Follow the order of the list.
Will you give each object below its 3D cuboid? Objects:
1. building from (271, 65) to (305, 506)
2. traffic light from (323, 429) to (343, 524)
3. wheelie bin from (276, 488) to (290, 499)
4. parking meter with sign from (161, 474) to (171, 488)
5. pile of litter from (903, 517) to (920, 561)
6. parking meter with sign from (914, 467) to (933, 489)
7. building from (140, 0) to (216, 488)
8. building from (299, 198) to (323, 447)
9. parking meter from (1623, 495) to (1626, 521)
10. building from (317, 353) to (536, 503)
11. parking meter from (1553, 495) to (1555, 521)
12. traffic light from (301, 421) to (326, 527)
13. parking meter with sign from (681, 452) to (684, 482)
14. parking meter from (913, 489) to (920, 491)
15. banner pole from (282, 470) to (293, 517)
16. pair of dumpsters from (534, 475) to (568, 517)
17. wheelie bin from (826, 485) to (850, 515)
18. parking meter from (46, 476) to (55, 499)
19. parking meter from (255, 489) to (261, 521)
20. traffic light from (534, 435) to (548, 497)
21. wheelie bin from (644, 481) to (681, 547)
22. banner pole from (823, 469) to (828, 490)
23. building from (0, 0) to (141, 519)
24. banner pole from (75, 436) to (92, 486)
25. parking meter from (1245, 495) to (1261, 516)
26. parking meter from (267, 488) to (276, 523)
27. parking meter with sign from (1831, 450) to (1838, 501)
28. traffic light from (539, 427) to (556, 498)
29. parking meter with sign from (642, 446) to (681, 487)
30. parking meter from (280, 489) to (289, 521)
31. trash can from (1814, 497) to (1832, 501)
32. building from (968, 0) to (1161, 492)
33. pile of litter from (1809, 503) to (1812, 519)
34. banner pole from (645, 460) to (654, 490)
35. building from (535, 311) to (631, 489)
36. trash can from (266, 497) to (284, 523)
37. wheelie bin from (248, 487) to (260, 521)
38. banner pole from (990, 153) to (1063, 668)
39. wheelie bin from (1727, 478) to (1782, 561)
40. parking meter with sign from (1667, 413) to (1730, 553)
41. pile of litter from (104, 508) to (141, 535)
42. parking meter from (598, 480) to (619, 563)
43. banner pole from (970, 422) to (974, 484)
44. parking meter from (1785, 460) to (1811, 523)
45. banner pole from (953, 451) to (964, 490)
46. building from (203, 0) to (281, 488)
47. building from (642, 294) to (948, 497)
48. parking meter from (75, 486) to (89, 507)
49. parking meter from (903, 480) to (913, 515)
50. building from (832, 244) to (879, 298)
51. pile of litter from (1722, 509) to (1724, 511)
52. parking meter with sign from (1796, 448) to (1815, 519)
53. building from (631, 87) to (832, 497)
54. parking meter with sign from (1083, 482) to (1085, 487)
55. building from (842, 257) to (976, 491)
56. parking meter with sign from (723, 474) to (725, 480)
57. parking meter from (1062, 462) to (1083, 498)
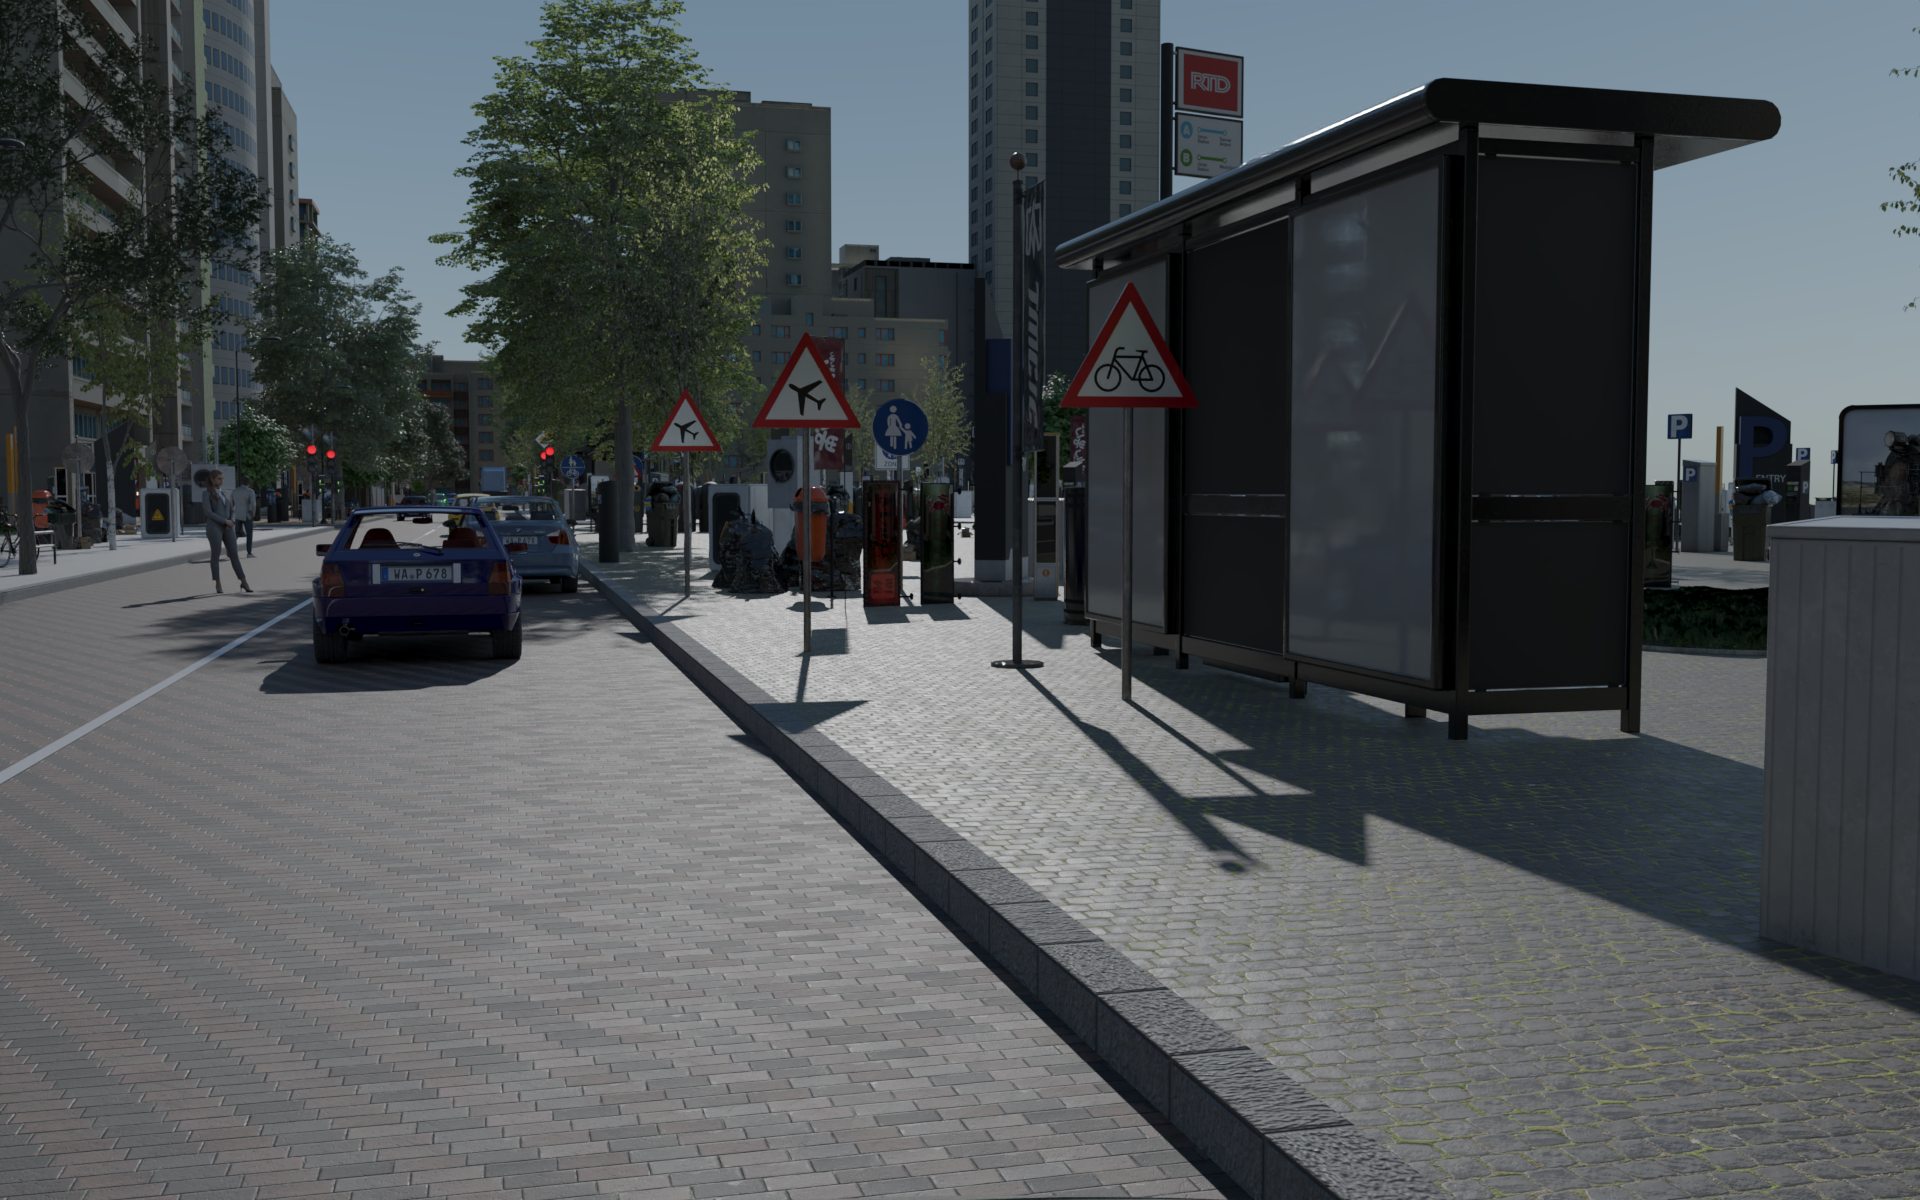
[{"bbox_3d":[-84.349,-34.588,189.221,21.600,48.544,21.300,-1,4,-15],"label":"building"},{"bbox_3d":[-26.994,-5.235,74.509,0.839,4.253,0.868,-1,4,-15],"label":"traffic light"},{"bbox_3d":[-36.306,-5.182,92.640,0.980,1.594,0.693,2,4,29],"label":"wheelie bin"},{"bbox_3d":[-37.500,-5.242,81.968,0.543,3.016,1.738,-1,4,-20],"label":"parking meter with sign"},{"bbox_3d":[-1.059,-1.223,33.955,1.176,0.858,1.719,-1,4,-10],"label":"pile of litter"},{"bbox_3d":[-2.080,-6.928,109.527,1.738,3.016,0.543,3,5,44],"label":"parking meter with sign"},{"bbox_3d":[-61.119,-26.772,121.319,14.154,41.232,14.086,-1,4,-15],"label":"building"},{"bbox_3d":[-105.312,-36.035,243.792,28.867,44.769,22.147,-1,4,-15],"label":"building"},{"bbox_3d":[15.891,-2.006,41.211,0.372,1.533,0.369,0,3,0],"label":"parking meter"},{"bbox_3d":[-77.590,-25.044,254.504,28.899,21.520,27.650,-1,4,-15],"label":"building"},{"bbox_3d":[24.073,-3.912,69.679,0.255,1.863,0.399,-2,4,-27],"label":"parking meter"},{"bbox_3d":[-24.931,-4.763,66.794,0.839,4.253,0.868,-1,4,-15],"label":"traffic light"},{"bbox_3d":[-10.901,-4.326,66.988,0.543,3.016,1.738,-1,4,-13],"label":"parking meter with sign"},{"bbox_3d":[-2.102,-4.616,83.874,0.372,1.533,0.369,0,3,0],"label":"parking meter"},{"bbox_3d":[-37.508,-6.522,96.650,0.401,3.779,0.863,2,4,24],"label":"banner pole"},{"bbox_3d":[-20.626,-5.194,87.415,1.574,2.255,4.437,-1,4,-15],"label":"pair of dumpsters"},{"bbox_3d":[-4.137,-3.111,58.766,0.693,1.594,0.980,2,4,35],"label":"wheelie bin"},{"bbox_3d":[-26.999,-2.810,51.649,0.399,1.863,0.255,-3,5,-40],"label":"parking meter"},{"bbox_3d":[-33.586,-4.540,82.634,0.372,1.533,0.369,0,3,0],"label":"parking meter"},{"bbox_3d":[-18.437,-5.375,76.805,0.839,4.253,0.868,-1,4,-15],"label":"traffic light"},{"bbox_3d":[-7.242,-2.106,42.341,0.693,1.594,0.980,2,4,35],"label":"wheelie bin"},{"bbox_3d":[-6.975,-6.108,89.884,0.401,3.779,0.863,1,4,18],"label":"banner pole"},{"bbox_3d":[-56.387,-28.559,90.634,21.300,48.544,21.600,-1,4,-15],"label":"building"},{"bbox_3d":[-37.651,-5.160,74.382,0.863,3.779,0.401,-3,5,-44],"label":"banner pole"},{"bbox_3d":[6.660,-2.056,39.330,0.255,1.863,0.399,-1,4,-16],"label":"parking meter"},{"bbox_3d":[-30.452,-4.171,76.599,0.372,1.533,0.369,0,3,0],"label":"parking meter"},{"bbox_3d":[35.533,-4.432,68.726,1.738,3.016,0.543,0,4,7],"label":"parking meter with sign"},{"bbox_3d":[-16.373,-4.903,69.090,0.839,4.253,0.868,-1,4,-15],"label":"traffic light"},{"bbox_3d":[-10.562,-3.961,61.023,0.543,3.016,1.738,1,4,16],"label":"parking meter with sign"},{"bbox_3d":[-31.726,-4.460,81.329,0.372,1.533,0.369,0,3,0],"label":"parking meter"},{"bbox_3d":[36.659,-3.785,73.535,0.748,1.137,0.748,0,3,0],"label":"trash can"},{"bbox_3d":[11.384,-47.477,214.505,20.611,71.187,20.563,-1,4,-15],"label":"building"},{"bbox_3d":[39.745,-4.074,80.581,1.176,0.858,1.719,0,4,-6],"label":"pile of litter"},{"bbox_3d":[-20.859,-7.721,116.258,0.863,3.779,0.401,1,4,20],"label":"banner pole"},{"bbox_3d":[-54.921,-29.418,252.686,14.107,30.474,14.160,-1,4,-15],"label":"building"},{"bbox_3d":[-30.727,-4.041,77.732,0.748,1.137,0.748,0,3,0],"label":"trash can"},{"bbox_3d":[-33.284,-4.486,81.247,0.980,1.594,0.693,2,4,29],"label":"wheelie bin"},{"bbox_3d":[0.485,-1.381,12.591,0.401,3.779,0.863,-1,4,-15],"label":"banner pole"},{"bbox_3d":[15.241,-1.552,33.277,0.980,1.594,0.693,2,4,33],"label":"wheelie bin"},{"bbox_3d":[16.302,-2.562,38.144,1.738,3.016,0.543,-2,4,-35],"label":"parking meter with sign"},{"bbox_3d":[-26.464,-2.482,54.549,1.719,0.858,1.176,-2,4,-29],"label":"pile of litter"},{"bbox_3d":[-6.576,-1.468,32.408,0.372,1.533,0.369,0,3,0],"label":"parking meter"},{"bbox_3d":[0.729,-2.940,38.083,0.401,3.779,0.863,3,5,44],"label":"banner pole"},{"bbox_3d":[14.245,-1.454,29.482,0.399,1.863,0.255,-3,4,-37],"label":"parking meter"},{"bbox_3d":[-0.089,-6.813,101.410,0.863,3.779,0.401,0,4,-3],"label":"banner pole"},{"bbox_3d":[-73.953,-37.436,154.078,21.231,58.520,28.212,-1,4,-15],"label":"building"},{"bbox_3d":[-18.266,-20.605,181.929,27.650,21.520,28.899,-1,4,-15],"label":"building"},{"bbox_3d":[-27.034,-2.749,53.363,0.372,1.533,0.369,0,3,0],"label":"parking meter"},{"bbox_3d":[-2.158,-4.065,72.169,0.255,1.863,0.399,-3,5,-43],"label":"parking meter"},{"bbox_3d":[-15.530,-35.518,272.595,23.993,40.220,32.217,-1,4,-15],"label":"building"},{"bbox_3d":[27.639,-3.039,63.650,1.176,0.858,1.719,-2,4,-27],"label":"pile of litter"},{"bbox_3d":[33.395,-4.456,69.121,1.738,3.016,0.543,2,4,28],"label":"parking meter with sign"},{"bbox_3d":[-27.315,-35.541,204.789,21.300,48.544,21.600,-1,4,-15],"label":"building"},{"bbox_3d":[7.128,-5.735,90.031,1.738,3.016,0.543,2,4,23],"label":"parking meter with sign"},{"bbox_3d":[-6.505,-27.141,215.459,14.107,30.474,14.160,-1,4,-15],"label":"building"},{"bbox_3d":[-20.901,-9.243,147.377,1.738,3.016,0.543,0,4,-2],"label":"parking meter with sign"},{"bbox_3d":[2.030,-1.563,31.266,0.255,1.863,0.399,2,4,28],"label":"parking meter"}]
